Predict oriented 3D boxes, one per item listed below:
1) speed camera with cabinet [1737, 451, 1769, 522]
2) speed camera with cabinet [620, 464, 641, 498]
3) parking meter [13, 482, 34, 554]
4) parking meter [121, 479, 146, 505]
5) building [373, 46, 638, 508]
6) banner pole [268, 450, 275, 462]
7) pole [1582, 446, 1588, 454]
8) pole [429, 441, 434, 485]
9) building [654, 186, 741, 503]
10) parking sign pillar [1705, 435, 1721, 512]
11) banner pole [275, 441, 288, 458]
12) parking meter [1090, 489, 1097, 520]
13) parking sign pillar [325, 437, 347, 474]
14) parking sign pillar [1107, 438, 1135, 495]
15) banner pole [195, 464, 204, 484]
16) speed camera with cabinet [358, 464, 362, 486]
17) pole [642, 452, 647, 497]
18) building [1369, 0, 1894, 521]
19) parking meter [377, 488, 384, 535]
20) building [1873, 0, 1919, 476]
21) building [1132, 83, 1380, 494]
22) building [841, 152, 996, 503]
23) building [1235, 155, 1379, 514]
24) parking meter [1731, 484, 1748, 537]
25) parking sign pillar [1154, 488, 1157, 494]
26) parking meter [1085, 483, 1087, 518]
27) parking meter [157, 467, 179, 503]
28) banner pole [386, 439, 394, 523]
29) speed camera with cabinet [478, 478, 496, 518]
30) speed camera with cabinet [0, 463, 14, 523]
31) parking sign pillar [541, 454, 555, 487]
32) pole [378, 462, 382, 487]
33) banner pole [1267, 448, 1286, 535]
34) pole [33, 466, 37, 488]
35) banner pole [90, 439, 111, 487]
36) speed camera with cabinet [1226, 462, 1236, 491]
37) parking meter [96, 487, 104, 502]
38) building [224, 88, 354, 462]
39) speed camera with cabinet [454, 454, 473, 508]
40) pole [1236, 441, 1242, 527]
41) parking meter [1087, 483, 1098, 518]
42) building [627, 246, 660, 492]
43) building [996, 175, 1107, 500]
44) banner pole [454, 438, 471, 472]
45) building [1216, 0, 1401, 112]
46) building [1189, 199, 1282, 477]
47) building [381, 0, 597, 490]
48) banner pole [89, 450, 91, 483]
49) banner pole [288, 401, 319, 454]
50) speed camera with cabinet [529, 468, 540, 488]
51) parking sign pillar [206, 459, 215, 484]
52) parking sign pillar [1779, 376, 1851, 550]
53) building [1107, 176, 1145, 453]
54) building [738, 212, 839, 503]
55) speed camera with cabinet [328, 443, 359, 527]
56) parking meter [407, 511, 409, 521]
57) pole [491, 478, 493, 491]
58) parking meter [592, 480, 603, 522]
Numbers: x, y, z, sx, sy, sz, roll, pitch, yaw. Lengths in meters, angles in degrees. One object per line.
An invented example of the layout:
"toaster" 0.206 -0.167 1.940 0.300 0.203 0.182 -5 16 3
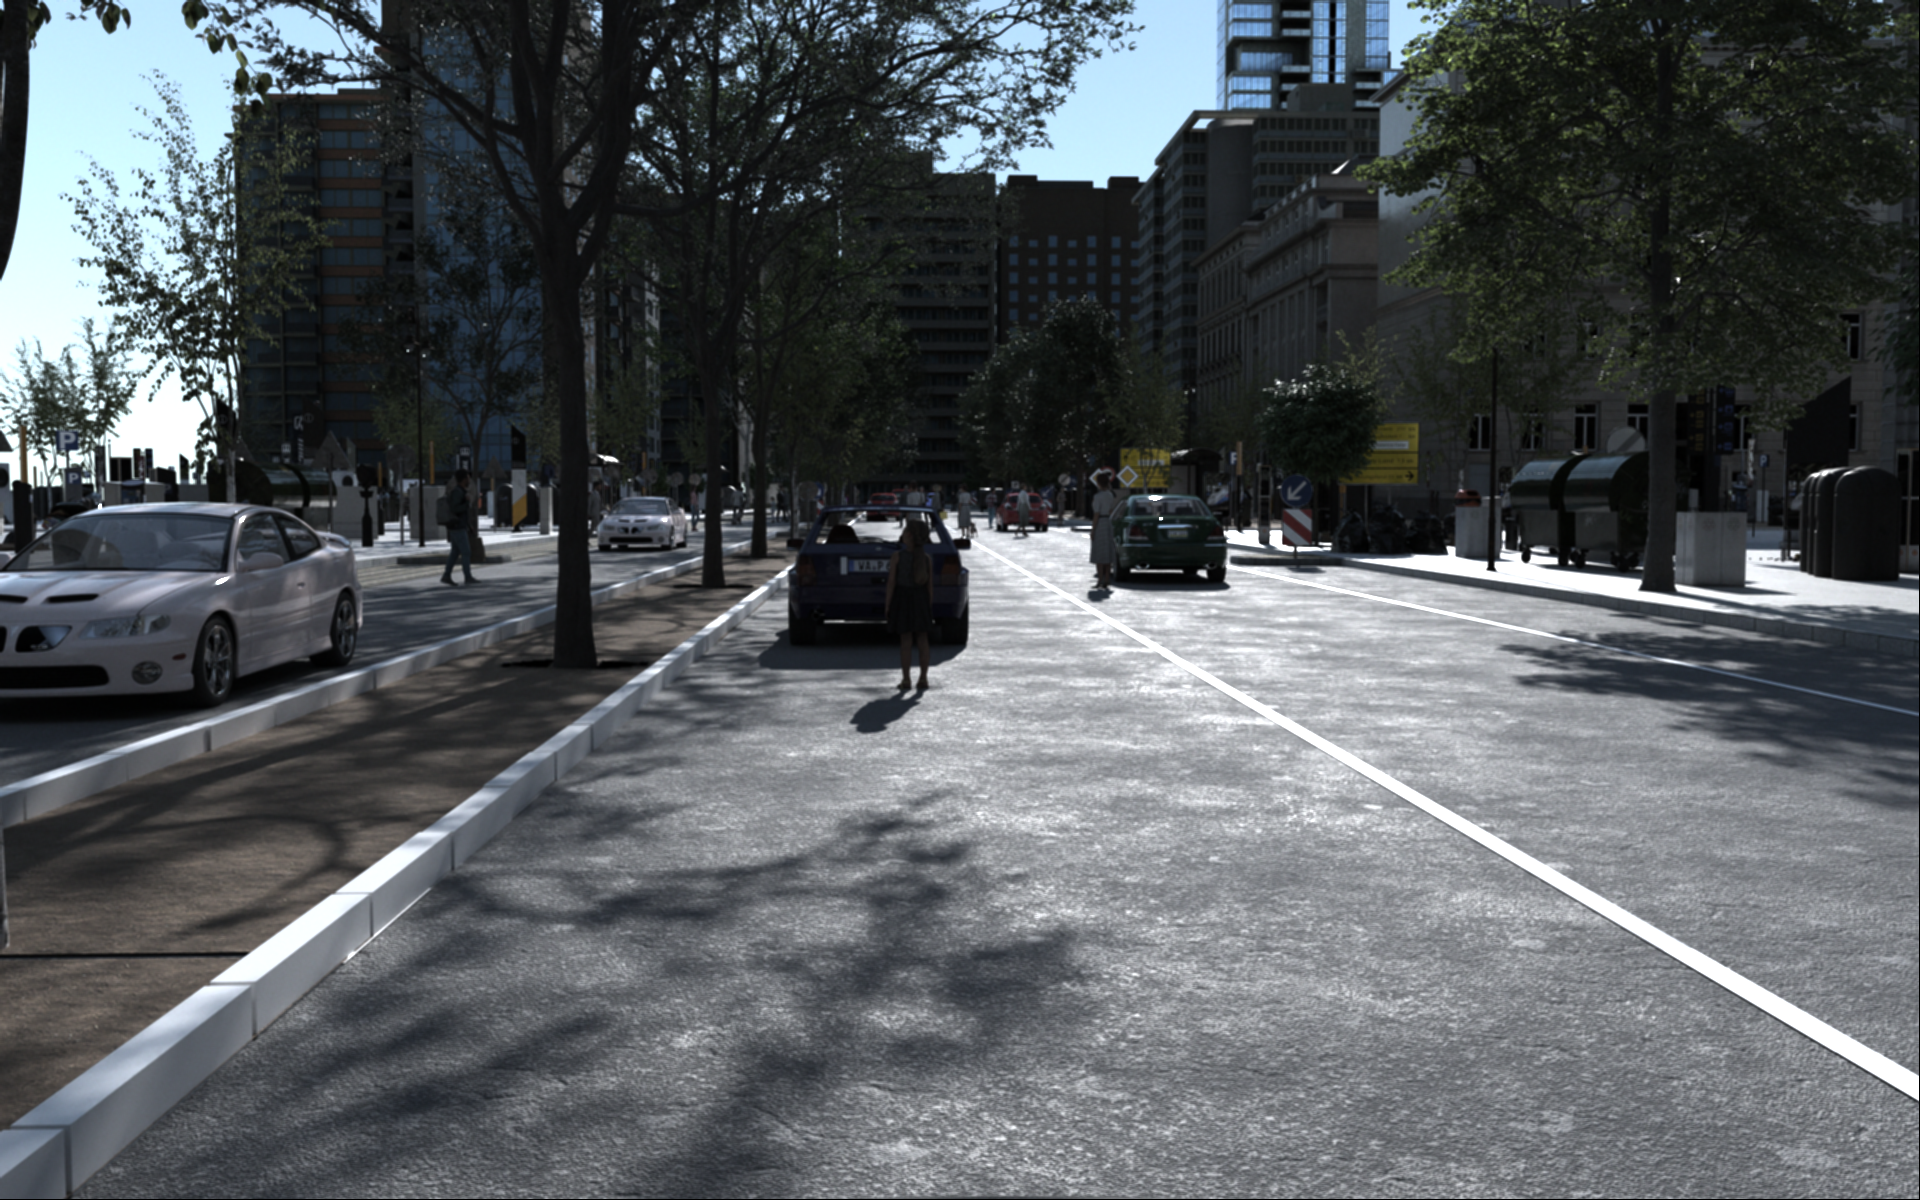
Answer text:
"speed camera with cabinet" 36.325 -5.201 79.366 0.660 3.252 2.038 0 4 -1
"speed camera with cabinet" -21.578 -7.289 113.511 0.660 3.252 2.038 1 4 16
"parking meter" -20.232 -1.774 37.414 0.372 1.533 0.369 0 3 0
"parking meter" -13.673 -1.239 28.677 0.372 1.533 0.369 0 3 0
"building" -43.236 -31.398 167.979 22.147 44.769 28.867 0 4 -2
"banner pole" -38.995 -6.631 98.438 0.863 3.779 0.401 0 4 6
"pole" 26.373 -4.852 73.179 0.158 3.312 0.155 0 3 0
"pole" -20.177 -4.427 66.222 0.158 3.312 0.155 0 3 0
"building" -45.879 -36.285 247.885 28.867 44.769 22.147 0 4 -2
"parking sign pillar" 34.605 -5.576 79.641 1.447 3.967 1.447 1 4 15
"banner pole" -28.043 -5.046 72.518 0.401 3.779 0.863 2 4 34
"parking meter" 6.598 -4.723 85.633 0.372 1.533 0.369 0 3 0
"parking sign pillar" -29.682 -5.712 81.863 1.447 3.967 1.447 0 4 5
"parking sign pillar" 7.814 -5.850 84.119 1.447 3.967 1.447 2 4 30
"banner pole" -54.207 -8.174 123.659 0.401 3.779 0.863 2 4 29
"speed camera with cabinet" -39.992 -7.267 113.146 2.038 3.252 0.660 -1 4 -16
"pole" -15.320 -5.520 84.098 0.158 3.312 0.155 0 3 0
"building" 34.660 -17.752 87.505 25.104 27.353 12.463 0 4 -2
"parking meter" -18.123 -2.782 53.904 0.372 1.533 0.369 0 3 0
"building" 30.158 -11.698 33.060 13.314 21.916 24.055 0 4 -2
"building" 32.827 -29.127 168.107 32.217 40.220 23.993 0 4 -2
"building" -6.042 -38.180 247.939 21.600 48.544 21.300 0 4 -2
"building" 26.393 -16.403 109.983 13.314 21.916 24.055 0 4 -2
"parking meter" 19.877 -2.188 44.181 0.372 1.533 0.369 0 3 0
"parking sign pillar" 15.436 -9.180 138.566 1.447 3.967 1.447 1 4 19
"parking meter" 6.822 -5.300 92.366 0.255 1.863 0.399 -1 4 -13
"parking meter" -16.883 -1.910 36.947 0.399 1.863 0.255 -1 4 -19
"banner pole" -25.645 -5.378 77.947 0.401 3.779 0.863 -3 5 -40
"speed camera with cabinet" -25.904 -6.139 94.716 2.038 3.252 0.660 -1 4 -16
"speed camera with cabinet" -41.978 -5.004 76.158 0.660 3.252 2.038 0 4 7
"parking sign pillar" -27.708 -7.835 116.567 1.447 3.967 1.447 1 4 9
"pole" -36.770 -7.095 109.840 0.158 3.312 0.155 0 3 0
"banner pole" 9.810 -3.910 53.951 0.863 3.779 0.401 0 4 -5
"pole" -67.295 -8.088 126.075 0.158 3.312 0.155 0 3 0
"banner pole" -38.990 -5.440 78.964 0.863 3.779 0.401 -2 4 -27
"speed camera with cabinet" 17.339 -7.249 112.850 0.660 3.252 2.038 1 4 19
"parking meter" -45.552 -5.259 91.702 0.255 1.863 0.399 -1 4 -17
"building" -62.910 -32.750 190.093 28.867 44.769 22.147 0 4 -2
"speed camera with cabinet" -25.057 -5.572 85.441 0.660 3.252 2.038 2 4 25
"pole" 10.814 -4.484 67.160 0.158 3.312 0.155 0 3 0
"parking meter" 6.822 -5.052 88.310 0.399 1.863 0.255 0 4 7
"building" -41.303 -25.896 195.096 14.107 30.474 14.160 0 4 -2
"building" 12.483 -36.444 245.967 14.200 45.320 14.600 0 4 -2
"banner pole" -22.258 -5.344 77.395 0.863 3.779 0.401 -1 4 -17
"building" 49.661 -57.360 250.503 31.000 86.520 22.319 0 4 -2
"building" 24.583 -18.543 132.054 11.050 23.489 19.941 0 4 -2
"building" -39.041 -30.345 146.253 14.600 45.320 14.200 0 4 -2
"banner pole" -41.702 -5.695 83.136 0.401 3.779 0.863 -2 4 -31
"banner pole" -17.475 -3.455 46.508 0.863 3.779 0.401 -2 4 -27
"speed camera with cabinet" -32.786 -8.412 131.874 0.660 3.252 2.038 1 4 20
"parking sign pillar" -42.357 -6.758 98.965 1.447 3.967 1.447 -3 5 -44
"parking sign pillar" 19.686 -3.140 39.811 1.447 3.967 1.447 2 4 24
"building" 26.649 -36.512 247.081 14.200 45.320 14.600 0 4 -2
"building" -24.072 -34.304 244.457 14.086 41.232 14.154 0 4 -2
"speed camera with cabinet" -24.406 -4.445 67.015 0.660 3.252 2.038 2 4 25
"parking meter" -26.268 -4.714 82.787 0.255 1.863 0.399 -2 4 -26
"pole" -33.147 -7.886 122.785 0.158 3.312 0.155 0 3 0
"parking meter" -14.730 -3.959 70.434 0.399 1.863 0.255 1 4 10
